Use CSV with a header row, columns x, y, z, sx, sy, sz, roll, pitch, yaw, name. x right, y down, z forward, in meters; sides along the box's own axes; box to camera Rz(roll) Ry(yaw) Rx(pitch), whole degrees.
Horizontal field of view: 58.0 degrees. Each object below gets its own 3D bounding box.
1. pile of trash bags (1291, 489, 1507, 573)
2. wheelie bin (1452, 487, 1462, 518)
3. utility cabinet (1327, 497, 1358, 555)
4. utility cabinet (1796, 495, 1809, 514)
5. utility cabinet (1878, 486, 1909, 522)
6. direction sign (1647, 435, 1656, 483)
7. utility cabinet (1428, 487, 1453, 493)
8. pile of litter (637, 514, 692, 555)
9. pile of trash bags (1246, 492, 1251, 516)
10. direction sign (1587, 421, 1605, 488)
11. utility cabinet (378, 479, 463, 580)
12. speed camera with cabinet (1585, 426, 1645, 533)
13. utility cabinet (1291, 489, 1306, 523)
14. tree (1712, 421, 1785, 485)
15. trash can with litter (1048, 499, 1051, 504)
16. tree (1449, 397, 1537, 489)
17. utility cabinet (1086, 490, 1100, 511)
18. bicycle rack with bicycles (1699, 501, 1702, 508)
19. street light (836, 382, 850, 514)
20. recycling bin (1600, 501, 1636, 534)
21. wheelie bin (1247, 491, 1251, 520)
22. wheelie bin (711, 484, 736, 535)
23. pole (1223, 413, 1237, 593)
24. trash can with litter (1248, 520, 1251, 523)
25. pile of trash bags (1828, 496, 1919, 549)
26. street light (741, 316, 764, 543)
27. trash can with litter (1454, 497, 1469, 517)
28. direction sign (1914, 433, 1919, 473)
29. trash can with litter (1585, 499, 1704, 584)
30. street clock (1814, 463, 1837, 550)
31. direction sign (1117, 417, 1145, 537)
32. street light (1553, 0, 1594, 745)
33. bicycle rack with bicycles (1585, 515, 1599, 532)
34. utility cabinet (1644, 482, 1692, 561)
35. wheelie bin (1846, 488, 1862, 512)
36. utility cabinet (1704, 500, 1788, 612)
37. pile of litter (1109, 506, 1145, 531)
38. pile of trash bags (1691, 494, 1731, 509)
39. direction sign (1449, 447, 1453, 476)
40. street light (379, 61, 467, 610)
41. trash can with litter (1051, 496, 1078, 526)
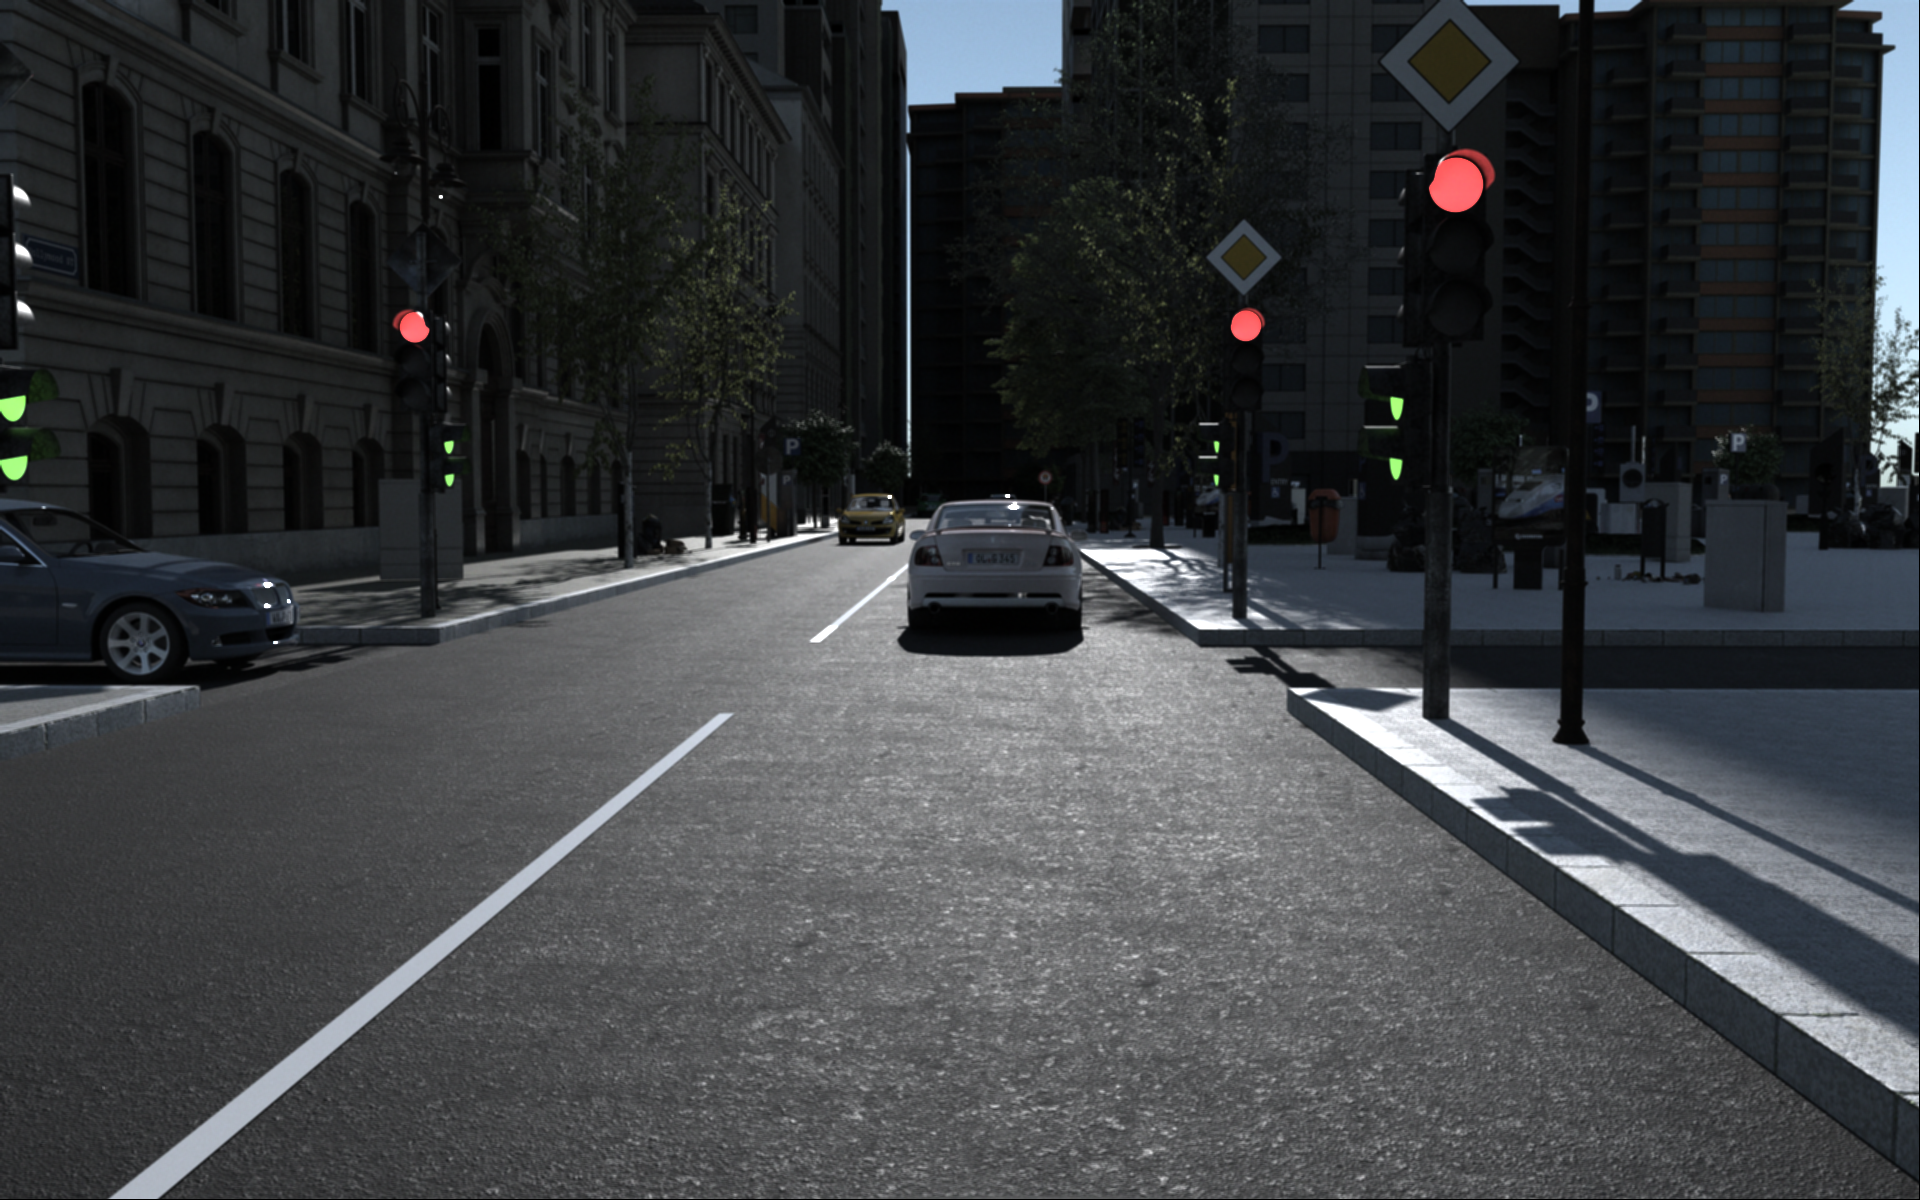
x,y,z,sx,sy,sz,roll,pitch,yaw,name
7.536,-1.194,29.267,3.447,1.369,1.912,2,4,26,pile of trash bags
23.403,-4.546,82.241,0.693,1.594,0.980,-1,4,-15,wheelie bin
8.303,-1.558,36.632,1.020,1.237,0.306,2,4,25,utility cabinet
40.452,-4.375,82.700,0.306,1.237,1.020,-2,4,-29,utility cabinet
27.360,-2.570,50.691,0.318,1.500,1.173,-1,4,-9,utility cabinet
26.718,-4.587,66.998,0.379,3.537,0.876,0,4,5,direction sign
13.571,-2.521,49.894,1.173,1.500,0.318,3,4,38,utility cabinet
-6.385,-1.421,37.198,1.176,0.858,1.719,3,5,40,pile of litter
12.093,-3.349,64.508,3.447,1.369,1.912,2,4,31,pile of trash bags
19.611,-3.793,54.020,0.876,3.537,0.379,1,4,20,direction sign
-8.004,-1.041,25.707,1.173,1.500,0.318,-1,4,-20,utility cabinet
18.753,-3.418,50.215,2.038,3.252,0.660,1,4,19,speed camera with cabinet
13.756,-3.820,71.131,0.318,1.500,1.173,3,5,40,utility cabinet
35.639,-5.794,78.453,4.285,4.588,4.351,0,3,0,tree
4.655,-4.767,89.324,0.624,1.170,1.055,-3,4,-37,trash can with litter
17.814,-4.594,58.823,4.285,4.588,4.351,0,3,0,tree
6.646,-4.710,85.689,1.173,1.500,0.318,0,4,-4,utility cabinet
38.705,-4.546,87.710,2.852,0.926,2.925,2,4,33,bicycle rack with bicycles
-4.857,-6.053,71.755,0.468,5.910,1.993,0,4,1,street light
17.970,-2.126,47.317,0.722,1.027,0.722,0,4,0,recycling bin
14.534,-4.714,84.983,0.693,1.594,0.980,-2,4,-28,wheelie bin
-7.433,-2.831,54.187,0.980,1.594,0.693,1,4,15,wheelie bin
3.526,-1.753,22.508,0.158,3.312,0.155,0,3,0,pole
12.697,-3.965,75.882,2.233,1.210,1.678,1,4,20,trash can with litter
22.498,-1.924,41.208,3.447,1.369,1.912,-1,4,-17,pile of trash bags
-5.392,-4.416,44.983,0.468,5.910,1.993,0,4,1,street light
20.186,-3.558,69.555,0.624,1.170,1.055,0,4,8,trash can with litter
35.572,-4.385,63.697,0.876,3.537,0.379,3,4,38,direction sign
10.288,-0.874,25.354,1.678,1.210,2.233,-1,4,-12,trash can with litter
19.930,-2.162,39.921,0.471,2.002,0.358,2,4,25,street clock
5.046,-3.625,51.261,0.876,3.537,0.379,2,4,29,direction sign
3.158,-2.201,8.775,0.468,5.910,1.993,0,4,1,street light
14.976,-1.902,44.482,2.925,0.926,2.852,0,4,-5,bicycle rack with bicycles
13.479,-1.487,32.984,0.318,1.500,1.173,0,4,-8,utility cabinet
43.417,-4.668,84.227,0.693,1.594,0.980,3,5,41,wheelie bin
8.730,-0.495,19.263,0.306,1.237,1.020,-1,4,-13,utility cabinet
5.953,-2.895,61.292,1.719,0.858,1.176,-3,4,-36,pile of litter
23.626,-2.804,55.603,3.447,1.369,1.912,-2,4,-35,pile of trash bags
20.773,-4.999,73.730,0.379,3.537,0.876,3,5,43,direction sign
-5.878,-2.835,19.133,0.468,5.910,1.993,0,4,1,street light
4.260,-3.557,69.542,0.624,1.170,1.055,2,4,25,trash can with litter
